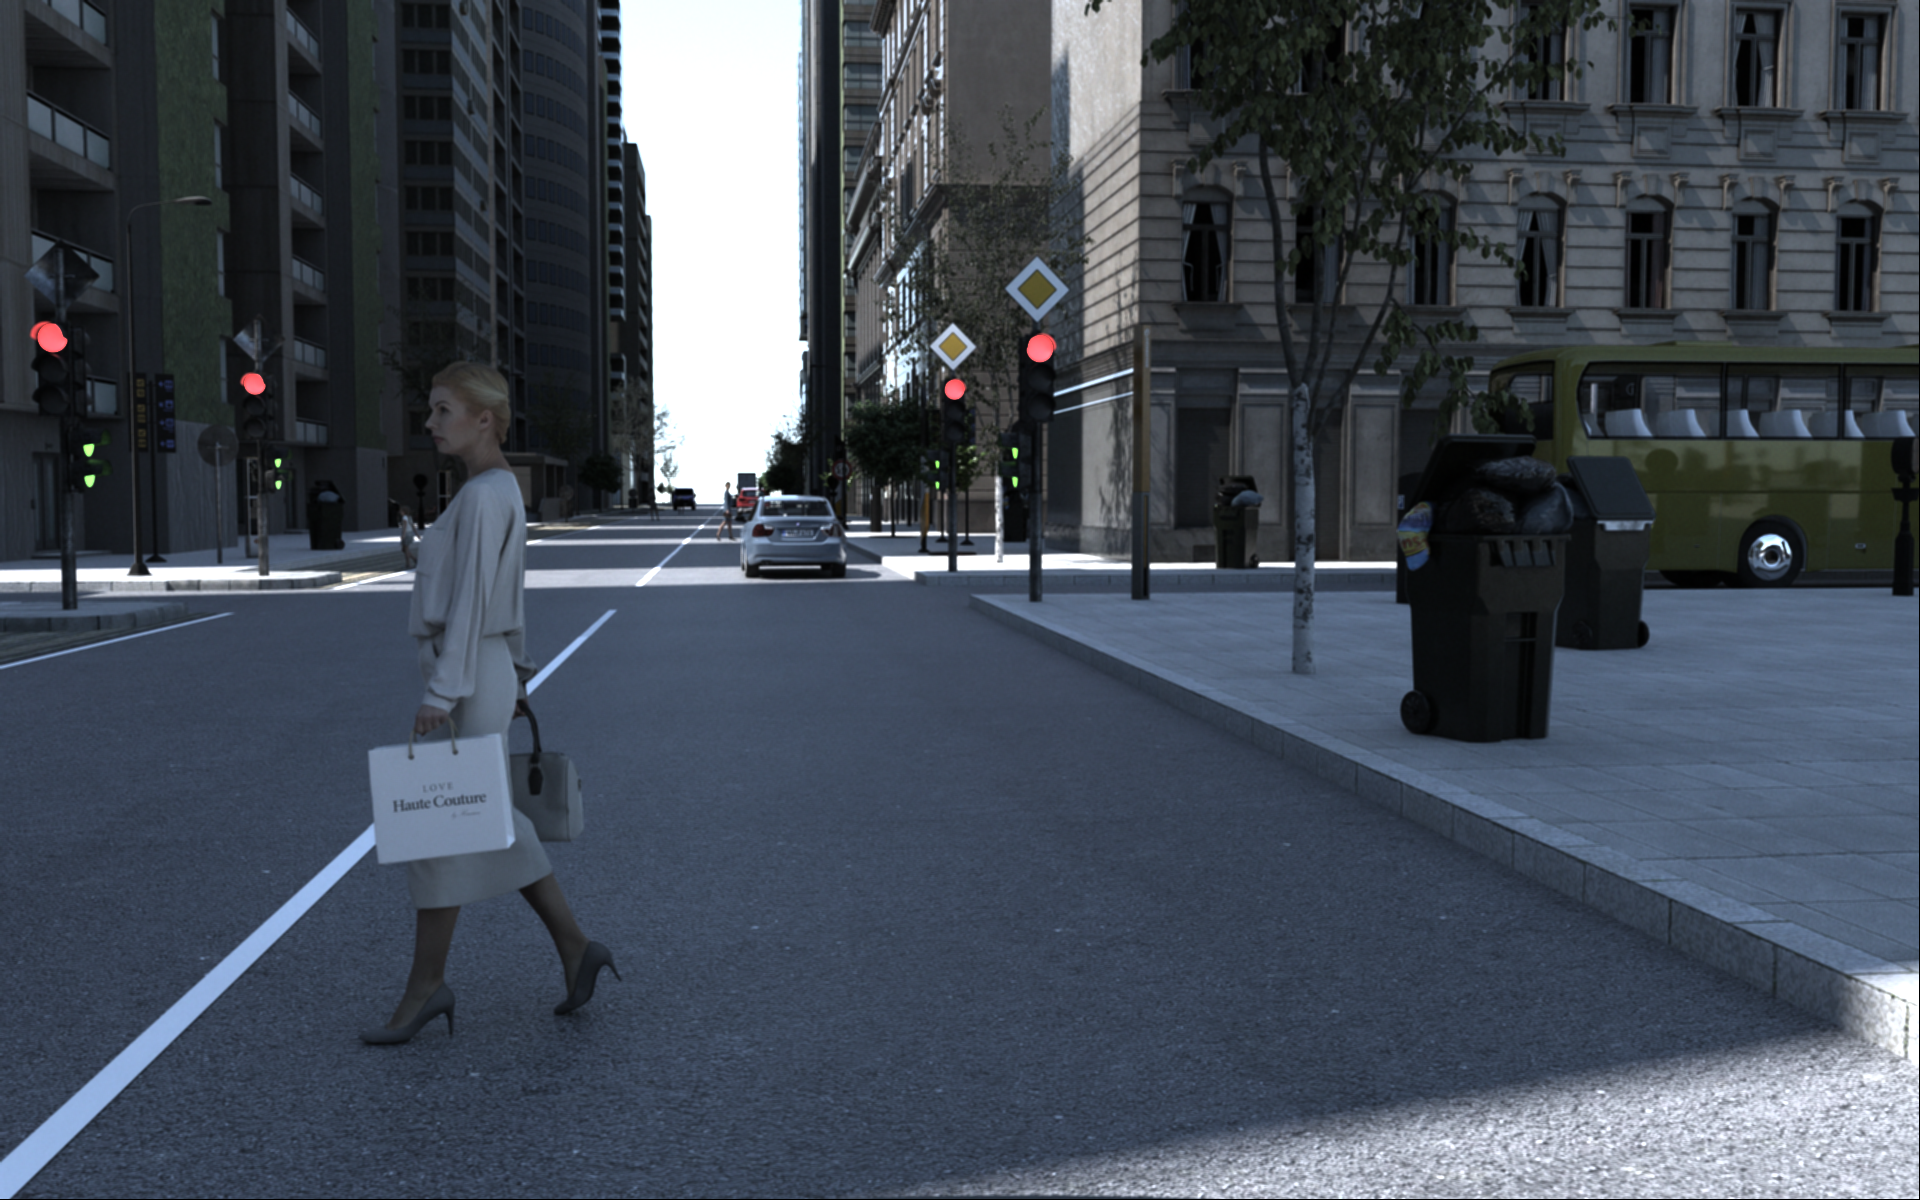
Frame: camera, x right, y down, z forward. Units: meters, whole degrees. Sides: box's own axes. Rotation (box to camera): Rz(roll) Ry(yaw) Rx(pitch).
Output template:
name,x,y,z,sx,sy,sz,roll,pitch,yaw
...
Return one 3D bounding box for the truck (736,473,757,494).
name,x,y,z,sx,sy,sz,roll,pitch,yaw
truck,-28.468,-14.808,231.017,2.839,4.237,11.283,0,4,-7

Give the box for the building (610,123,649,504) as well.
name,x,y,z,sx,sy,sz,roll,pitch,yaw
building,-52.188,-36.854,226.271,21.300,48.544,21.600,0,4,-7

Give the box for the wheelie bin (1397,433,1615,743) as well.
name,x,y,z,sx,sy,sz,roll,pitch,yaw
wheelie bin,2.812,-0.078,9.189,0.980,1.594,0.693,-2,4,-25

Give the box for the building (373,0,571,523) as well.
name,x,y,z,sx,sy,sz,roll,pitch,yaw
building,-35.552,-23.802,81.044,32.217,40.220,23.993,0,4,-7

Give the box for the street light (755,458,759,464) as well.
name,x,y,z,sx,sy,sz,roll,pitch,yaw
street light,-25.269,-15.264,222.107,1.470,5.913,1.316,0,4,-7

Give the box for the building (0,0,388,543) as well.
name,x,y,z,sx,sy,sz,roll,pitch,yaw
building,-27.150,-22.709,54.882,14.154,41.232,14.086,0,4,-7

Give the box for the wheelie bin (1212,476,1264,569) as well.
name,x,y,z,sx,sy,sz,roll,pitch,yaw
wheelie bin,4.771,-1.340,29.816,0.980,1.594,0.693,3,4,36

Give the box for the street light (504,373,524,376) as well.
name,x,y,z,sx,sy,sz,roll,pitch,yaw
street light,-17.383,-5.744,66.448,1.470,5.913,1.316,0,4,-7

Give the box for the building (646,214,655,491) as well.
name,x,y,z,sx,sy,sz,roll,pitch,yaw
building,-50.856,-34.368,245.508,14.154,41.232,14.086,0,4,-7

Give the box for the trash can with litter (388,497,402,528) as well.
name,x,y,z,sx,sy,sz,roll,pitch,yaw
trash can with litter,-21.445,-3.342,66.034,1.055,1.170,0.624,-3,5,-39

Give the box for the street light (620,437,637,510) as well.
name,x,y,z,sx,sy,sz,roll,pitch,yaw
street light,-27.189,-10.364,141.990,1.470,5.913,1.316,0,4,-7

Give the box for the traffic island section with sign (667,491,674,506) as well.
name,x,y,z,sx,sy,sz,roll,pitch,yaw
traffic island section with sign,-34.242,-12.160,207.448,1.989,1.847,2.006,0,4,-7

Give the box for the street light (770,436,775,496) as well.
name,x,y,z,sx,sy,sz,roll,pitch,yaw
street light,-14.541,-10.165,138.733,1.470,5.913,1.316,0,4,-7

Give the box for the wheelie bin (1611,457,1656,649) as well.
name,x,y,z,sx,sy,sz,roll,pitch,yaw
wheelie bin,5.296,-0.402,14.480,0.980,1.594,0.693,-1,4,-21

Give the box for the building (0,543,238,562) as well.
name,x,y,z,sx,sy,sz,roll,pitch,yaw
building,-23.608,-21.377,33.111,14.154,41.232,14.086,0,4,-7

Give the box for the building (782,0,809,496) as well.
name,x,y,z,sx,sy,sz,roll,pitch,yaw
building,-14.095,-57.081,245.945,22.319,86.520,31.000,0,4,-7

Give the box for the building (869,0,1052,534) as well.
name,x,y,z,sx,sy,sz,roll,pitch,yaw
building,3.602,-16.549,67.836,12.463,27.353,25.104,0,4,-7

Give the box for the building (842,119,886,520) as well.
name,x,y,z,sx,sy,sz,roll,pitch,yaw
building,1.091,-15.331,92.459,13.314,21.916,24.055,0,4,-7

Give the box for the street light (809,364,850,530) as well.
name,x,y,z,sx,sy,sz,roll,pitch,yaw
street light,-4.686,-5.473,62.032,1.470,5.913,1.316,0,4,-7

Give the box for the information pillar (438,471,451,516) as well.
name,x,y,z,sx,sy,sz,roll,pitch,yaw
information pillar,-16.385,-3.093,55.063,0.304,2.012,0.304,0,4,5

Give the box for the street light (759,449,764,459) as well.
name,x,y,z,sx,sy,sz,roll,pitch,yaw
street light,-19.764,-12.622,178.911,1.470,5.913,1.316,0,4,-7

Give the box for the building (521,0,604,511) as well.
name,x,y,z,sx,sy,sz,roll,pitch,yaw
building,-39.664,-36.214,134.097,21.231,58.520,28.212,0,4,-7

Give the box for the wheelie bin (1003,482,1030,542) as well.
name,x,y,z,sx,sy,sz,roll,pitch,yaw
wheelie bin,1.490,-2.356,46.431,0.693,1.594,0.980,1,4,20

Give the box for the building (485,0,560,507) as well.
name,x,y,z,sx,sy,sz,roll,pitch,yaw
building,-36.569,-41.057,109.541,20.563,71.187,20.611,0,4,-7

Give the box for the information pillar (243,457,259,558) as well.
name,x,y,z,sx,sy,sz,roll,pitch,yaw
information pillar,-14.167,-1.851,34.753,0.304,2.012,0.304,-3,4,-36

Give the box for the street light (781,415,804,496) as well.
name,x,y,z,sx,sy,sz,roll,pitch,yaw
street light,-9.843,-7.940,102.360,1.470,5.913,1.316,0,4,-7

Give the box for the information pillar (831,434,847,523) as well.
name,x,y,z,sx,sy,sz,roll,pitch,yaw
information pillar,-4.673,-4.671,67.728,0.504,3.616,0.183,-1,4,-16

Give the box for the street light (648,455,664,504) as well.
name,x,y,z,sx,sy,sz,roll,pitch,yaw
street light,-32.857,-13.050,185.904,1.470,5.913,1.316,0,4,-7

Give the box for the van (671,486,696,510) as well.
name,x,y,z,sx,sy,sz,roll,pitch,yaw
van,-24.799,-9.266,155.883,2.240,2.365,5.245,0,4,-7

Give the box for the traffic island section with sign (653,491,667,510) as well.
name,x,y,z,sx,sy,sz,roll,pitch,yaw
traffic island section with sign,-27.220,-8.841,153.179,1.989,1.847,2.006,0,4,-7

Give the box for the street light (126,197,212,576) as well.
name,x,y,z,sx,sy,sz,roll,pitch,yaw
street light,-12.390,-3.341,27.162,1.470,5.913,1.316,0,4,-7

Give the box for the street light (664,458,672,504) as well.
name,x,y,z,sx,sy,sz,roll,pitch,yaw
street light,-38.089,-15.482,225.664,1.470,5.913,1.316,0,4,-7

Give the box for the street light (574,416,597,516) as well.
name,x,y,z,sx,sy,sz,roll,pitch,yaw
street light,-22.182,-7.961,102.706,1.470,5.913,1.316,0,4,-7

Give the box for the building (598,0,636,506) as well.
name,x,y,z,sx,sy,sz,roll,pitch,yaw
building,-48.790,-54.215,199.080,22.319,86.520,31.000,0,4,-7

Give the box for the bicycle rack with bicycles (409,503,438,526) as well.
name,x,y,z,sx,sy,sz,roll,pitch,yaw
bicycle rack with bicycles,-21.069,-3.484,70.353,2.925,0.926,2.852,-2,4,-24

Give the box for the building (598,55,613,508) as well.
name,x,y,z,sx,sy,sz,roll,pitch,yaw
building,-39.157,-28.892,155.974,14.154,41.232,14.086,0,4,-7

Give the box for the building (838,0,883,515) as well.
name,x,y,z,sx,sy,sz,roll,pitch,yaw
building,-1.051,-26.333,114.135,14.154,41.232,14.086,0,4,-7

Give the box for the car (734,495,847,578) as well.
name,x,y,z,sx,sy,sz,roll,pitch,yaw
car,-3.025,-1.166,31.074,2.014,1.417,4.499,-1,4,-8

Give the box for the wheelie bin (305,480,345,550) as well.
name,x,y,z,sx,sy,sz,roll,pitch,yaw
wheelie bin,-14.604,-1.954,39.861,0.980,1.594,0.693,2,4,33

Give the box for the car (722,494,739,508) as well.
name,x,y,z,sx,sy,sz,roll,pitch,yaw
car,-20.694,-9.073,158.132,2.009,1.686,4.222,-1,4,-8

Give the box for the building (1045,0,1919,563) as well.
name,x,y,z,sx,sy,sz,roll,pitch,yaw
building,11.464,-11.498,37.144,18.267,20.994,9.793,0,4,-7

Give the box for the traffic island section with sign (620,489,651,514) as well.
name,x,y,z,sx,sy,sz,roll,pitch,yaw
traffic island section with sign,-23.713,-7.175,125.931,1.989,1.847,2.006,0,4,-7

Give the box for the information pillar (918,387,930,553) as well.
name,x,y,z,sx,sy,sz,roll,pitch,yaw
information pillar,-0.770,-2.838,37.756,0.183,3.616,0.504,-1,4,-14

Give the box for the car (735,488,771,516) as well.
name,x,y,z,sx,sy,sz,roll,pitch,yaw
car,-12.844,-6.046,107.533,2.281,1.827,5.304,0,4,-8

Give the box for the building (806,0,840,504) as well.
name,x,y,z,sx,sy,sz,roll,pitch,yaw
building,-3.888,-38.005,163.385,21.231,58.520,28.212,0,4,-7
